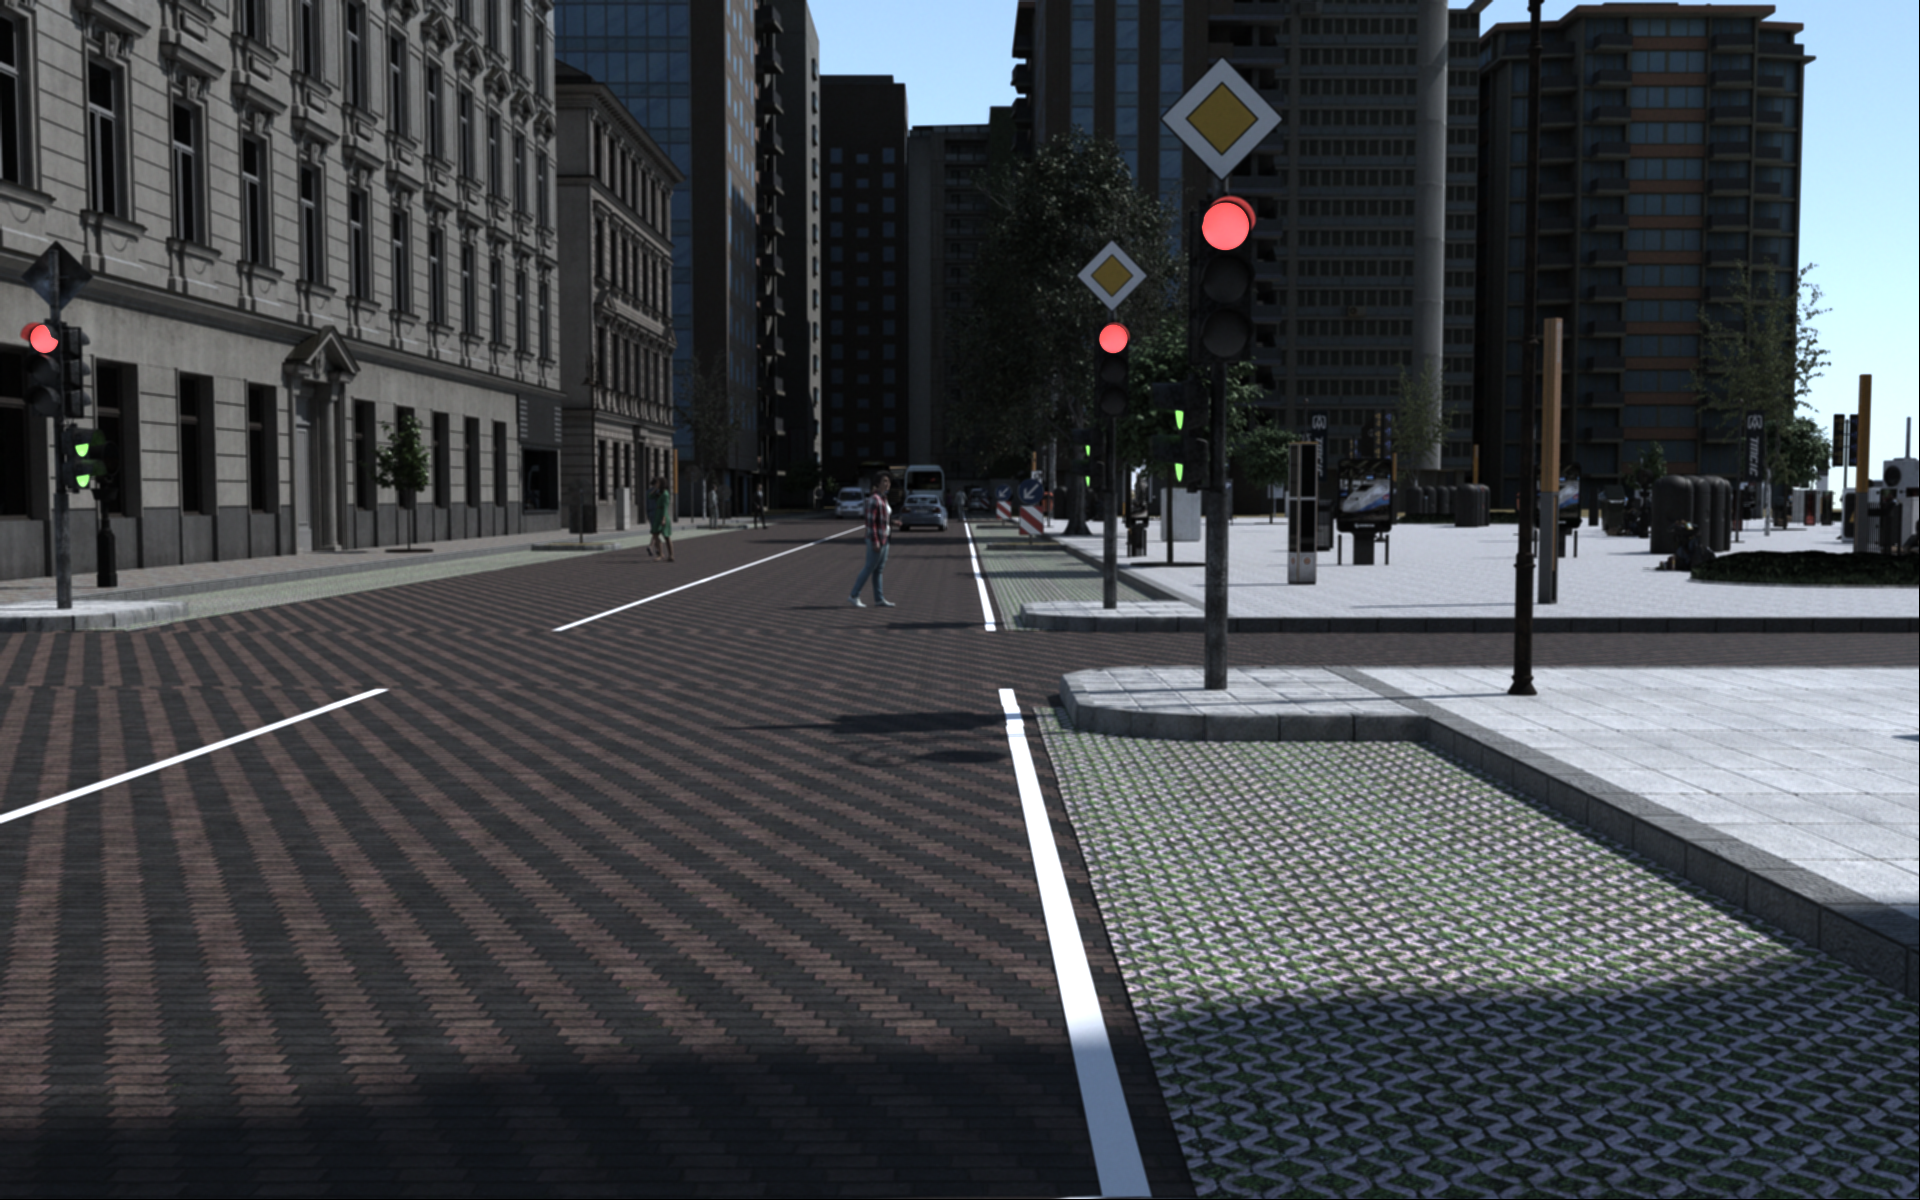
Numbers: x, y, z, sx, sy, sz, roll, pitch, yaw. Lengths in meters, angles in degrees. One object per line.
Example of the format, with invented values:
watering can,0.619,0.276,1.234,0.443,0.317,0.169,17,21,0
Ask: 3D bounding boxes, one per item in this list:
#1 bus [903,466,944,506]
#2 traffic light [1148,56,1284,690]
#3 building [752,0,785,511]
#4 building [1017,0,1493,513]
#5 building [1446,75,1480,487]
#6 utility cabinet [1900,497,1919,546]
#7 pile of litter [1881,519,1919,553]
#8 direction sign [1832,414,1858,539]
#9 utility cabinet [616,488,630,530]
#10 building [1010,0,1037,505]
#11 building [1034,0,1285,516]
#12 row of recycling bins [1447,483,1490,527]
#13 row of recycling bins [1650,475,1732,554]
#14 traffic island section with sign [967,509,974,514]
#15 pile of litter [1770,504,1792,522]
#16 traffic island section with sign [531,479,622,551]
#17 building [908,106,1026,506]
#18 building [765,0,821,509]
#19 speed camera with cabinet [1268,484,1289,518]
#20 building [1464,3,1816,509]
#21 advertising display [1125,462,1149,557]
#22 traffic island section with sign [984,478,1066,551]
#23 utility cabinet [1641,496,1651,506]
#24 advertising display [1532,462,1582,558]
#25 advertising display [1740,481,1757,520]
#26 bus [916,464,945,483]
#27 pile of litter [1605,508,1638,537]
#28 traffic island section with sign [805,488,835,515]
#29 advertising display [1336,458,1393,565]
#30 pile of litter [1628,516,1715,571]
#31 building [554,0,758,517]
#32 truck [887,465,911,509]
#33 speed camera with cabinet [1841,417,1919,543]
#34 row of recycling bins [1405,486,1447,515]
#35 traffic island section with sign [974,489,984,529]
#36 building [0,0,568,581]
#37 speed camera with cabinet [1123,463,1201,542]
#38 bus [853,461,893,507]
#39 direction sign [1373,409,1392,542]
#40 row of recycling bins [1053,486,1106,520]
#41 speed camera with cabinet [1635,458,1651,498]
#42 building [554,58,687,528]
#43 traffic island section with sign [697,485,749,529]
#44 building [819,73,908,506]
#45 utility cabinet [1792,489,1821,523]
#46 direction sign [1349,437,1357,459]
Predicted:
bus,-2.457,-7.538,118.109,2.948,3.499,13.247,0,4,-1
traffic light,1.666,-1.369,11.296,0.839,4.253,0.868,0,3,0
building,-24.328,-28.660,123.217,22.147,44.769,28.867,0,3,0
building,20.602,-26.671,127.959,32.217,40.220,23.993,0,3,0
building,39.363,-29.260,161.997,14.086,41.232,14.154,0,3,0
utility cabinet,22.045,-1.762,39.971,1.020,1.237,0.306,-3,4,-37
pile of litter,20.436,-1.404,36.920,1.176,0.858,1.719,0,4,1
direction sign,25.104,-3.493,49.103,0.876,3.537,0.379,-1,4,-13
utility cabinet,-11.951,-3.221,61.341,0.318,1.500,1.173,0,4,-1
building,15.715,-30.572,154.479,22.147,44.769,28.867,0,3,0
building,11.902,-28.045,108.646,14.600,45.320,14.200,0,3,0
row of recycling bins,20.188,-3.744,68.325,1.069,1.692,3.534,2,4,26
row of recycling bins,16.189,-1.901,38.194,1.069,1.692,3.534,3,5,40
traffic island section with sign,1.637,-6.926,121.867,1.989,1.847,2.006,0,3,0
pile of litter,37.670,-3.975,78.962,1.176,0.858,1.719,0,4,2
traffic island section with sign,-9.740,-2.179,44.255,1.989,1.847,2.006,0,3,0
building,1.413,-30.734,186.098,14.086,41.232,14.154,0,3,0
building,-24.111,-32.690,158.182,21.600,48.544,21.300,0,3,0
speed camera with cabinet,17.771,-6.107,94.185,2.038,3.252,0.660,-1,4,-19
building,61.032,-30.763,157.597,28.867,44.769,22.147,0,3,0
advertising display,3.625,-1.849,35.441,0.123,1.923,0.974,2,4,28
traffic island section with sign,1.688,-2.194,44.503,1.989,1.847,2.006,0,3,0
utility cabinet,27.689,-3.589,69.849,0.306,1.237,1.020,1,4,11
advertising display,12.049,-1.821,34.984,0.974,1.923,0.123,0,4,-7
advertising display,39.054,-4.935,85.904,0.123,1.923,0.974,-2,4,-31
bus,-2.692,-9.020,139.022,2.896,3.916,12.252,0,4,0
pile of litter,20.318,-2.396,53.134,1.719,0.858,1.176,-3,4,-37
traffic island section with sign,-9.786,-6.882,121.152,1.989,1.847,2.006,0,3,0
advertising display,7.322,-1.601,31.384,0.974,1.923,0.123,0,4,3
pile of litter,12.345,-0.927,29.123,1.176,0.858,1.719,-1,4,-16
building,-19.699,-27.604,101.435,14.600,45.320,14.200,0,3,0
truck,-6.076,-10.868,166.604,2.839,4.237,11.283,0,4,2
speed camera with cabinet,23.921,-3.100,45.023,0.660,3.252,2.038,-1,4,-15
row of recycling bins,23.732,-4.876,86.833,3.534,1.692,1.069,-2,4,-35
traffic island section with sign,1.675,-3.847,71.530,1.989,1.847,2.006,0,3,0
building,-21.958,-16.194,41.189,17.030,29.872,44.131,0,3,0
speed camera with cabinet,5.458,-3.209,46.796,2.038,3.252,0.660,-1,4,-9
bus,-6.583,-8.641,132.833,2.896,3.916,12.252,0,4,-2
direction sign,11.274,-3.320,46.286,0.379,3.537,0.876,3,5,44
row of recycling bins,6.165,-4.887,87.016,3.534,1.692,1.069,3,5,40
speed camera with cabinet,37.589,-6.080,93.748,0.660,3.252,2.038,-2,4,-33
building,-18.266,-12.755,73.169,10.561,19.102,19.286,0,3,0
traffic island section with sign,-9.742,-3.842,71.437,1.989,1.847,2.006,0,3,0
building,-12.729,-32.750,185.581,14.200,45.320,14.600,0,3,0
utility cabinet,37.636,-4.178,76.991,1.173,1.500,0.318,0,4,-7
direction sign,15.621,-4.703,68.895,0.379,3.537,0.876,2,4,33
